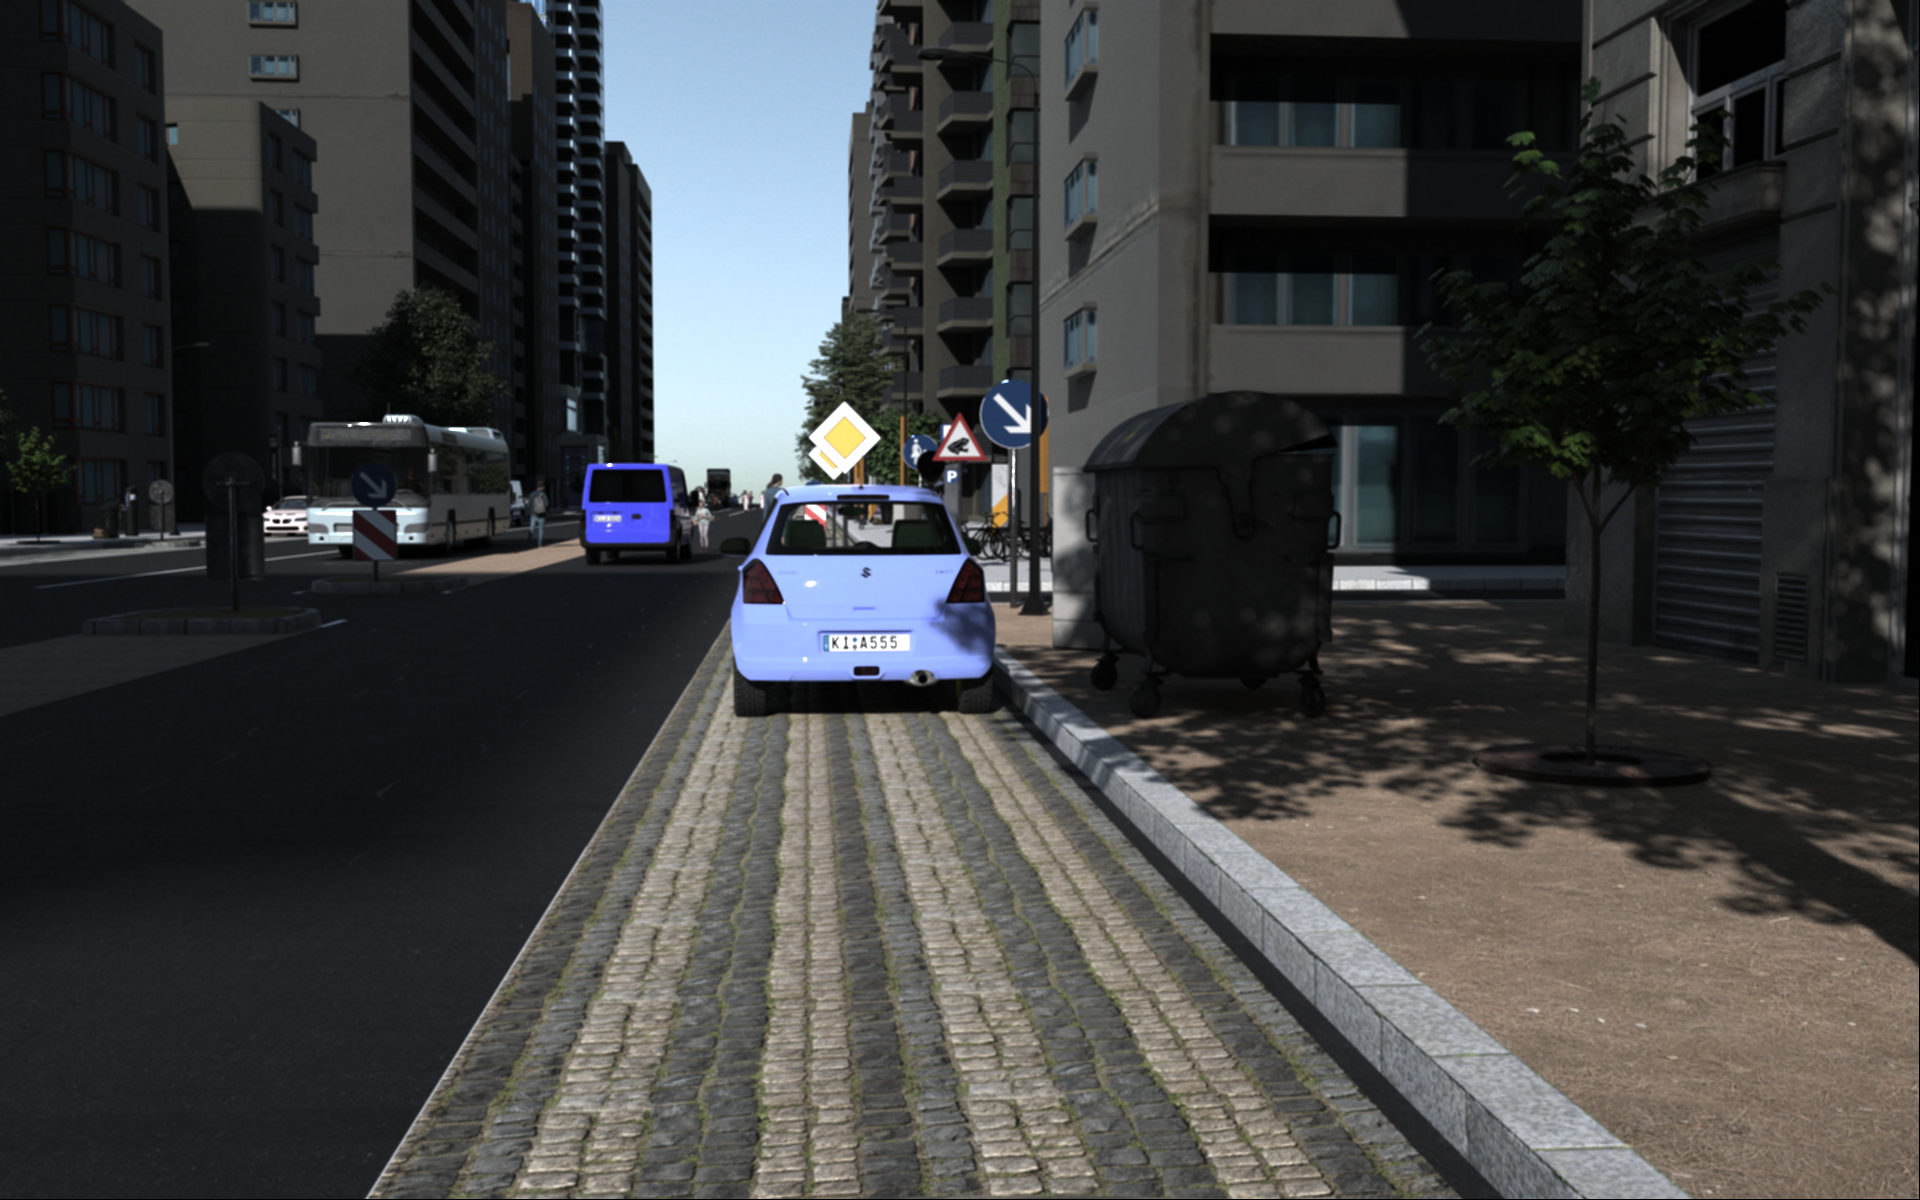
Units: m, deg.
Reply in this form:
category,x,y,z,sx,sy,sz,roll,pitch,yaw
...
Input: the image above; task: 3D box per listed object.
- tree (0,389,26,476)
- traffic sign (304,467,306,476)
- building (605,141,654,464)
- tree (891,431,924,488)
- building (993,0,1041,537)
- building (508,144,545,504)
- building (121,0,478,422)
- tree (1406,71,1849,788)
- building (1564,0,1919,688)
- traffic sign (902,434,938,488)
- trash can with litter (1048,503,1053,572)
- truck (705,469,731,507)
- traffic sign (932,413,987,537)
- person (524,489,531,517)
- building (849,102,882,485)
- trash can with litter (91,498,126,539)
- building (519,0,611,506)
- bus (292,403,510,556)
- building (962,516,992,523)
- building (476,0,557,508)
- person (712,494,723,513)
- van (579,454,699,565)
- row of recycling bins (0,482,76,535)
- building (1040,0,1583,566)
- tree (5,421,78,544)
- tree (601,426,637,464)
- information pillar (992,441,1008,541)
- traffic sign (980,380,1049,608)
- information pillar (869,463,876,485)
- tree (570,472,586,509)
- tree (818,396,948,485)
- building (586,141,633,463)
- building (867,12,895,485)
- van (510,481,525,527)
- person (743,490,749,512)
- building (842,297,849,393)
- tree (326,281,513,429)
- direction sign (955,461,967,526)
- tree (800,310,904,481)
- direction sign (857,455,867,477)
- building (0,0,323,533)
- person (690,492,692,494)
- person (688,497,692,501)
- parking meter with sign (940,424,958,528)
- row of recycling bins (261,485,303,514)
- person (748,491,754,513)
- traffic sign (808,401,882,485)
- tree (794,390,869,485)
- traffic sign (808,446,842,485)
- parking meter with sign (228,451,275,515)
category,x,y,z,sx,sy,sz,roll,pitch,yaw
tree,-23.582,-3.471,40.459,4.285,4.588,4.351,0,3,0
traffic sign,-25.759,-4.218,69.078,0.768,2.556,0.104,0,4,-4
building,-54.366,-37.730,240.593,21.300,48.544,21.600,0,4,-5
tree,-1.598,-3.614,53.686,1.663,3.219,1.824,0,3,0
building,7.869,-17.510,57.991,14.160,30.474,14.107,0,4,-5
building,-42.476,-22.668,142.320,14.160,30.474,14.107,0,4,-5
building,-43.016,-29.659,108.628,21.300,48.544,21.600,0,4,-5
tree,2.926,-0.826,8.112,1.663,3.219,1.824,0,3,0
building,14.021,-10.298,1.659,16.112,22.955,30.059,0,4,-5
traffic sign,-0.844,-2.252,36.918,0.768,2.556,0.104,0,4,-3
trash can with litter,1.947,-1.027,28.177,1.055,1.170,0.624,0,4,6
truck,-27.179,-12.610,195.083,2.839,4.237,11.283,0,4,-7
traffic sign,-0.003,-1.699,27.779,0.884,2.594,0.081,0,4,2
person,-26.349,-5.897,105.590,0.621,1.740,0.551,-2,4,-30
building,-2.615,-35.952,211.516,21.300,48.544,21.600,0,4,-5
trash can with litter,-24.419,-2.340,49.643,0.624,1.170,1.055,0,4,-1
building,-51.448,-54.168,198.311,22.319,86.520,31.000,0,4,-5
bus,-13.375,-2.930,42.767,2.948,3.499,13.247,0,4,-6
building,7.201,-26.498,87.864,22.147,44.769,28.867,0,4,-5
building,-44.222,-30.945,156.065,14.600,45.320,14.200,0,4,-5
person,-18.734,-7.401,132.769,1.065,1.426,0.557,1,4,11
van,-6.779,-1.982,36.787,2.240,2.365,5.245,0,4,-5
row of recycling bins,-29.866,-2.909,54.672,3.534,1.692,1.069,-1,4,-18
building,12.867,-25.432,39.513,21.600,48.544,21.300,0,4,-5
tree,-24.186,-3.093,45.168,1.663,3.219,1.824,0,3,0
tree,-36.688,-14.502,187.462,4.737,8.622,4.395,0,3,0
information pillar,1.089,-3.459,47.912,0.504,3.616,0.183,-2,4,-29
traffic sign,0.604,-1.180,19.398,0.768,2.556,0.104,0,4,1
information pillar,-3.920,-5.278,77.654,0.183,3.616,0.504,2,4,30
tree,-33.237,-9.542,150.617,1.663,3.219,1.824,0,3,0
tree,-1.833,-4.562,58.306,4.285,4.588,4.351,0,3,0
building,-49.907,-34.999,222.348,14.600,45.320,14.200,0,4,-5
building,3.083,-33.053,160.022,23.786,49.044,30.456,0,4,-5
van,-20.496,-4.399,76.301,2.240,2.365,5.245,0,4,-7
person,-17.508,-8.091,141.463,0.551,1.740,0.621,1,4,12
building,-10.265,-29.457,253.329,14.160,30.474,14.107,0,4,-5
tree,-28.769,-10.782,93.292,9.611,12.733,9.660,0,3,0
direction sign,0.041,-4.767,69.944,0.379,3.537,0.876,2,4,34
tree,-6.443,-11.582,107.487,7.486,12.596,7.792,0,3,0
direction sign,-4.577,-5.366,79.728,0.379,3.537,0.876,3,4,36
building,-43.965,-13.733,69.568,27.650,21.520,28.899,0,4,-5
person,-34.251,-12.963,220.967,0.721,1.766,1.217,1,4,21
person,-21.609,-7.779,135.714,0.705,1.821,1.348,3,5,42
parking meter with sign,-0.221,-2.823,42.416,0.543,3.016,1.738,0,3,0
row of recycling bins,-29.849,-4.223,76.162,1.069,1.692,3.534,0,4,2
person,-15.825,-7.425,131.360,0.415,1.643,0.593,-2,4,-35
traffic sign,-1.242,-0.922,18.710,0.795,2.450,0.064,0,4,-5
tree,-13.640,-16.756,190.964,9.611,12.733,9.660,0,3,0
traffic sign,-1.942,-1.408,26.665,0.795,2.450,0.064,0,4,-5
parking meter with sign,-28.828,-4.543,70.537,1.738,3.016,0.543,-2,4,-28
